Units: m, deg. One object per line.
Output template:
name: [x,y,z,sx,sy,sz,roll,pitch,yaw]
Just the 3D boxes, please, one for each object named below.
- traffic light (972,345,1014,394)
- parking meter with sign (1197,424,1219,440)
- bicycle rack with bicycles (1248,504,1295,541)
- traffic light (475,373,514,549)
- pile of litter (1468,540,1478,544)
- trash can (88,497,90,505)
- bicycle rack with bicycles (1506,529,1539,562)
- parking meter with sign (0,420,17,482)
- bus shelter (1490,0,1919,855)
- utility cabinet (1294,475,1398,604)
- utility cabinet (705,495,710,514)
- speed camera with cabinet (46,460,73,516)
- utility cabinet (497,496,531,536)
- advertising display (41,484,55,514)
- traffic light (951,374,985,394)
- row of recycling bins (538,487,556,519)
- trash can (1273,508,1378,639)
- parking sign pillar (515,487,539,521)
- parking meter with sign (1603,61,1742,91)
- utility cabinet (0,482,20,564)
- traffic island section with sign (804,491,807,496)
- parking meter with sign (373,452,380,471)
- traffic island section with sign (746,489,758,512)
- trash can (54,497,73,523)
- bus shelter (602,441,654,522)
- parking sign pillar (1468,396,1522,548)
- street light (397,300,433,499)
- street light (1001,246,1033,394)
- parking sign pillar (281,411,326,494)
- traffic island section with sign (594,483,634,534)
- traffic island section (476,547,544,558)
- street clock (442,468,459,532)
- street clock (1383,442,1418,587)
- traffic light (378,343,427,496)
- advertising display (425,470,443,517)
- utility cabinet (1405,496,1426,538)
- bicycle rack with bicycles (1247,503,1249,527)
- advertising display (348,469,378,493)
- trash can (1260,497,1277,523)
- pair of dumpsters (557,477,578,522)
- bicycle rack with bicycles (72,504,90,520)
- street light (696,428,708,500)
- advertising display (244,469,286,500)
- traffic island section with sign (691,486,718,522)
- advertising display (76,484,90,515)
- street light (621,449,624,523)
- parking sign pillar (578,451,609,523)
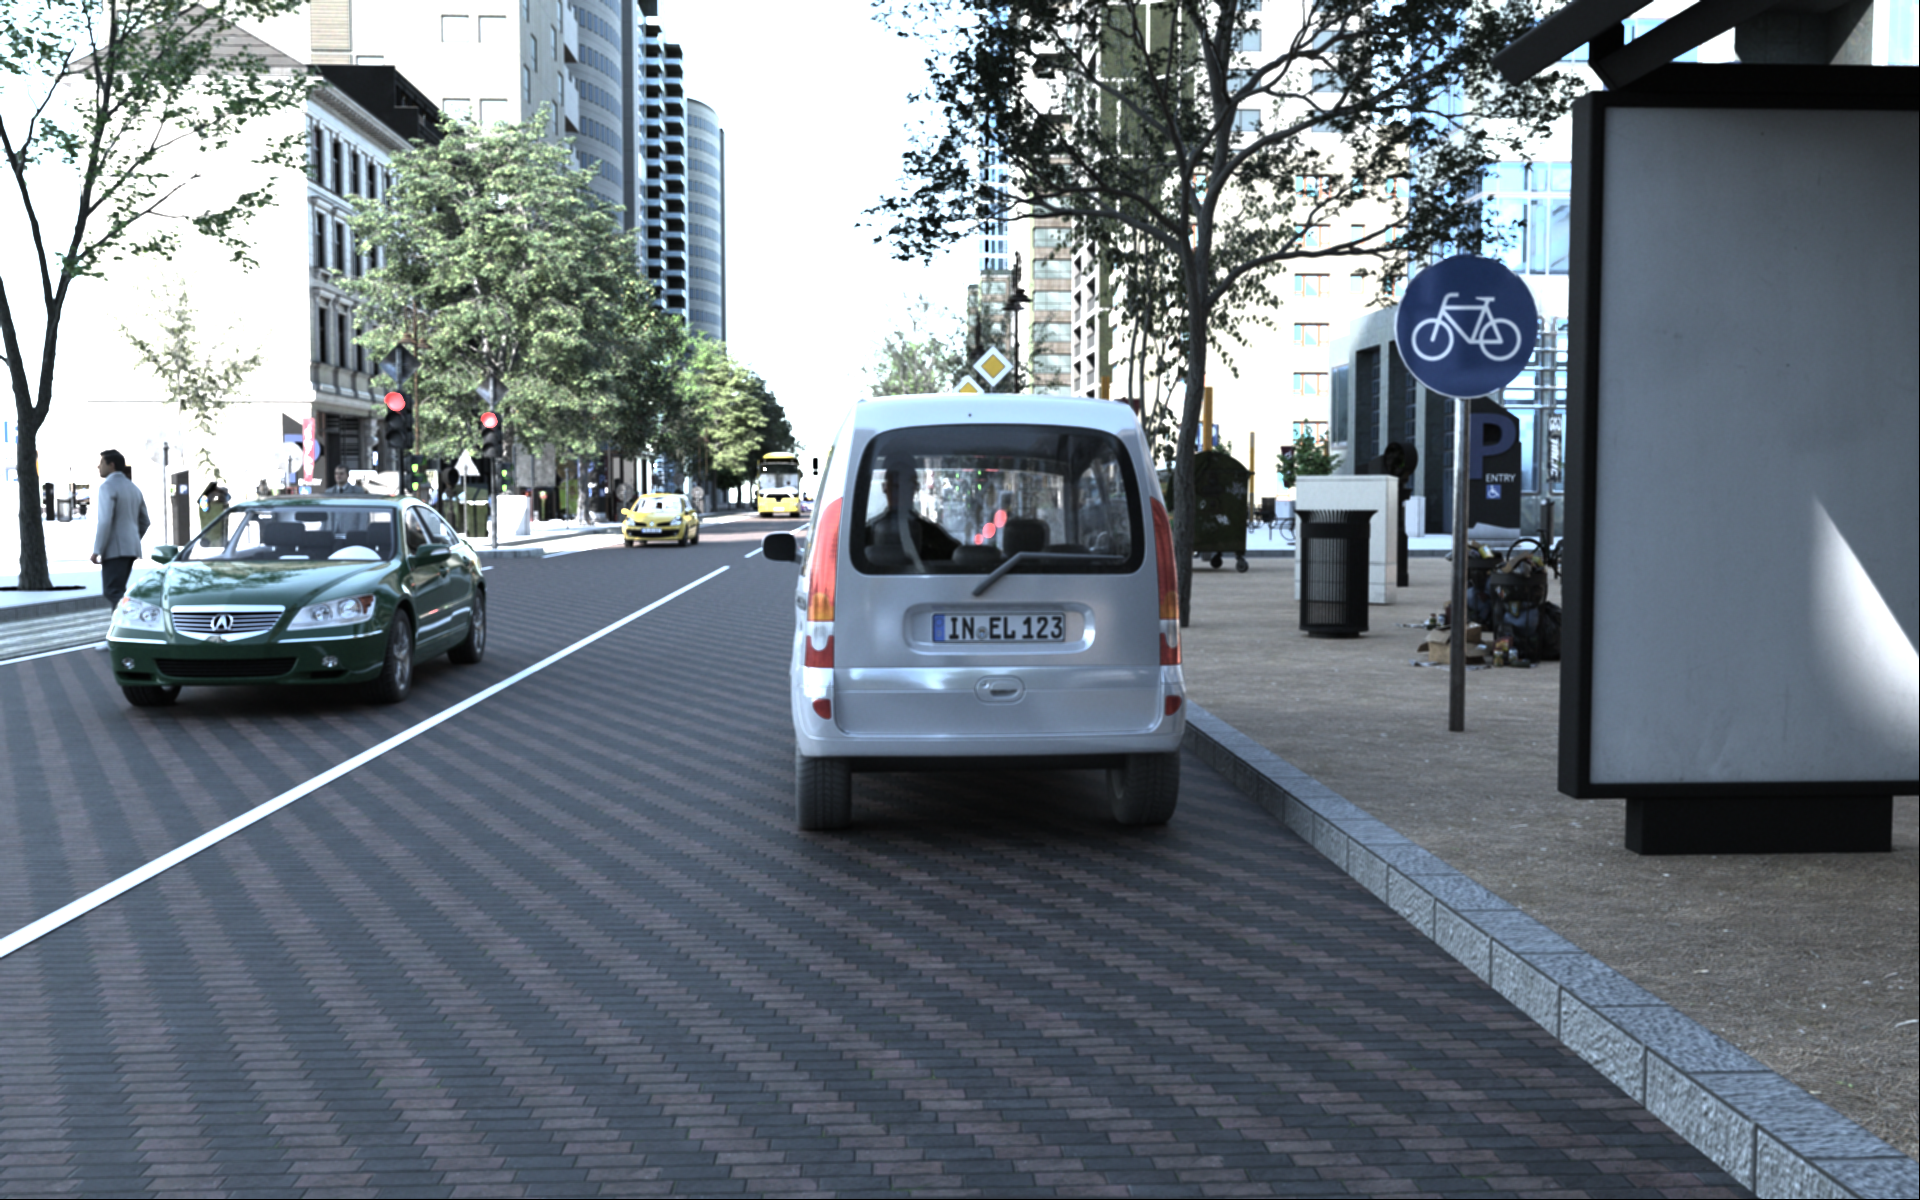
traffic light: [0.606,-2.687,32.850,0.839,4.253,0.868,0,4,-3]
parking meter with sign: [5.814,-2.825,42.443,0.543,3.016,1.738,2,4,25]
bicycle rack with bicycles: [9.857,-2.062,47.101,2.925,0.926,2.852,-1,4,-16]
traffic light: [-10.822,-3.137,40.211,0.839,4.253,0.868,0,4,-3]
pile of litter: [5.009,-0.152,16.449,1.176,0.858,1.719,-2,4,-33]
trash can: [-45.155,-4.823,90.513,0.748,1.137,0.748,0,3,0]
bicycle rack with bicycles: [9.505,-0.728,25.280,2.925,0.926,2.852,1,4,17]
parking meter with sign: [-22.852,-2.785,41.794,0.543,3.016,1.738,-3,4,-36]
bus shelter: [3.085,-0.594,3.639,2.014,3.302,5.546,0,4,-3]
utility cabinet: [4.540,-0.715,20.365,1.173,1.500,0.318,3,5,40]
utility cabinet: [-16.555,-6.258,113.476,0.306,1.237,1.020,-1,4,-10]
speed camera with cabinet: [-52.422,-6.512,100.812,2.038,3.252,0.660,3,4,38]
utility cabinet: [-13.671,-2.568,53.152,1.020,1.237,0.306,1,4,20]
advertising display: [-57.604,-6.384,109.585,0.123,1.923,0.974,2,4,32]
traffic light: [0.172,-3.174,40.823,0.839,4.253,0.868,0,4,-3]
row of recycling bins: [-21.566,-4.869,86.728,1.069,1.692,3.534,2,4,24]
trash can: [3.363,-0.238,15.550,0.748,1.137,0.748,0,3,0]
parking sign pillar: [-20.949,-5.812,83.500,1.447,3.967,1.447,2,4,28]
parking meter with sign: [3.386,-0.712,7.902,0.543,3.016,1.738,2,4,33]
utility cabinet: [-17.423,-1.401,31.590,1.173,1.500,0.318,-2,4,-25]
traffic island section with sign: [-22.261,-14.735,249.541,1.989,1.847,2.006,0,4,-3]
parking meter with sign: [-23.371,-4.628,71.925,1.738,3.016,0.543,-2,4,-35]
traffic island section with sign: [-16.311,-8.050,140.245,1.989,1.847,2.006,0,4,-3]
trash can: [-39.768,-3.990,76.897,0.748,1.137,0.748,0,3,0]
bus shelter: [-16.287,-6.477,83.535,2.179,5.291,8.768,0,4,-3]
parking sign pillar: [12.840,-3.261,41.783,1.447,3.967,1.447,0,4,7]
street light: [-12.965,-4.194,41.358,0.468,5.910,1.993,0,4,-3]
street light: [1.061,-3.653,32.510,0.468,5.910,1.993,0,4,-3]
parking sign pillar: [-21.428,-4.166,56.590,1.447,3.967,1.447,-1,4,-22]
traffic island section with sign: [-12.081,-3.294,62.486,1.989,1.847,2.006,0,4,-3]
traffic island section: [-10.862,-1.105,40.344,2.009,0.180,2.903,0,4,-3]
street clock: [-14.152,-2.666,48.163,0.358,2.002,0.471,2,4,24]
street clock: [6.090,-1.188,23.986,0.358,2.002,0.471,-2,4,-24]
traffic light: [-10.388,-2.649,32.238,0.839,4.253,0.868,0,4,-3]
advertising display: [-14.007,-2.504,46.146,0.123,1.923,0.974,-3,4,-36]
utility cabinet: [13.161,-2.424,50.801,0.306,1.237,1.020,-2,4,-34]
bicycle rack with bicycles: [10.591,-3.151,64.894,2.925,0.926,2.852,-1,4,-22]
advertising display: [-15.491,-2.416,44.715,0.974,1.923,0.123,-3,5,-44]
trash can: [13.936,-4.074,78.265,0.748,1.137,0.748,0,3,0]
pair of dumpsters: [-18.184,-4.903,82.657,1.574,2.255,4.437,0,4,-3]
bicycle rack with bicycles: [-43.246,-4.511,87.140,2.925,0.926,2.852,-1,4,-13]
street light: [-16.753,-8.480,111.432,0.468,5.910,1.993,0,4,-3]
advertising display: [-17.700,-2.383,44.168,0.974,1.923,0.123,-1,4,-17]
traffic island section with sign: [-13.560,-4.961,89.734,1.989,1.847,2.006,0,4,-3]
advertising display: [-54.299,-6.237,107.194,0.123,1.923,0.974,3,5,41]
street light: [-14.890,-6.337,76.393,0.468,5.910,1.993,0,4,-3]
parking sign pillar: [-16.284,-5.386,76.536,1.447,3.967,1.447,2,4,33]
